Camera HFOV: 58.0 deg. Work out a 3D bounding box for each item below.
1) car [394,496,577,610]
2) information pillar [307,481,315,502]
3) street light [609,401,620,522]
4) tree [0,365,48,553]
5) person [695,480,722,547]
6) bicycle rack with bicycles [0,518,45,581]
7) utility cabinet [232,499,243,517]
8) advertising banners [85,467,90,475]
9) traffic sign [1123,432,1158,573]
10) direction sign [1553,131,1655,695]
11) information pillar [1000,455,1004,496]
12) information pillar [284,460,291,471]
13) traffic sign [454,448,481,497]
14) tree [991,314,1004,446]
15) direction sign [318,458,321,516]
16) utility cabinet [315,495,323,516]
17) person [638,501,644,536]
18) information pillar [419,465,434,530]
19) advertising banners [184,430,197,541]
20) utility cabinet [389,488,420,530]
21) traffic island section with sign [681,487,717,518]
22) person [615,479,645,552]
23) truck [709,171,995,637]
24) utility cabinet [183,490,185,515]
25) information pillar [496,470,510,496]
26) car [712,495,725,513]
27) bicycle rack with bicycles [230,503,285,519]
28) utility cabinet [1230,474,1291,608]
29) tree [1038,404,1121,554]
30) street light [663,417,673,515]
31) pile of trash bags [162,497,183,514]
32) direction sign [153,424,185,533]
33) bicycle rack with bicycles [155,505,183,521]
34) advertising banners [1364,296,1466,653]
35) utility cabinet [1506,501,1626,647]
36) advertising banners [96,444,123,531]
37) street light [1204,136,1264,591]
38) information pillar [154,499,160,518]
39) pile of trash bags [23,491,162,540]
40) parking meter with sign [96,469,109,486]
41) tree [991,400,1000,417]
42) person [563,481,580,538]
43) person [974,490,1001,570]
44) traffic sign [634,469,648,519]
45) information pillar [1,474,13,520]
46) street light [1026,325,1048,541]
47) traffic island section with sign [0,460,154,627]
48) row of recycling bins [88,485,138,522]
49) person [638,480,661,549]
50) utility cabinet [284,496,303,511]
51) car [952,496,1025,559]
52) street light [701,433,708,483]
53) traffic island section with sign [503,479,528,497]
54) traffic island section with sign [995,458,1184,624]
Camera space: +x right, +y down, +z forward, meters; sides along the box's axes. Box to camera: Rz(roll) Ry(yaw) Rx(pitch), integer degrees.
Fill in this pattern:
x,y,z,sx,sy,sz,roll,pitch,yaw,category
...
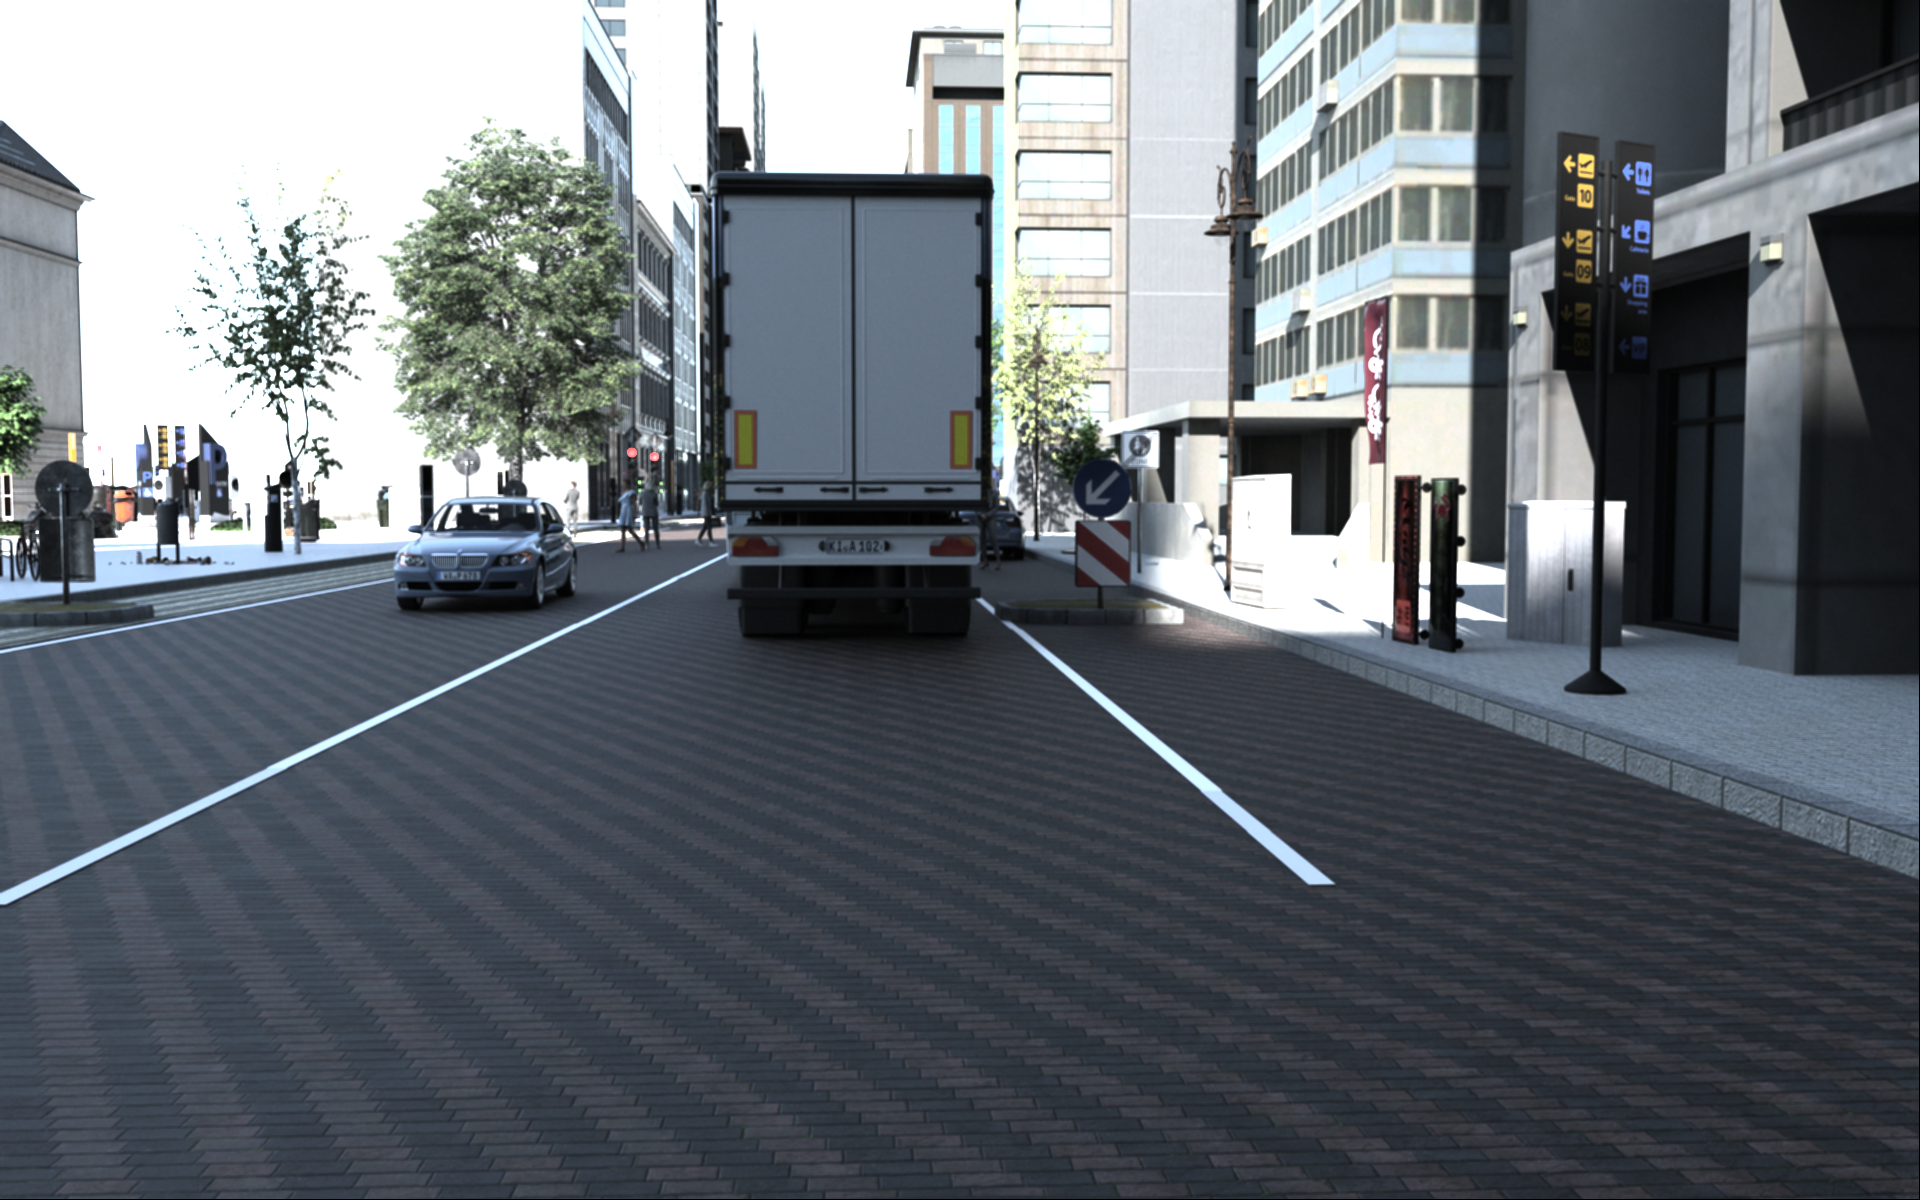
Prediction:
x,y,z,sx,sy,sz,roll,pitch,yaw,category
-6.207,-0.676,23.063,2.014,1.417,4.499,0,4,-4,car
-35.279,-5.484,94.154,0.304,2.012,0.304,1,4,19,information pillar
-15.927,-6.538,79.686,0.468,5.910,1.993,0,4,-3,street light
-21.588,-3.303,37.712,4.285,4.588,4.351,0,3,0,tree
-6.887,-2.365,47.350,0.728,1.800,0.709,1,4,14,person
-15.165,-0.769,25.949,2.852,0.926,2.925,-2,4,-32,bicycle rack with bicycles
-40.638,-5.279,97.467,1.020,1.237,0.306,-1,4,-13,utility cabinet
-55.594,-7.077,111.900,2.074,3.025,0.090,-1,4,-17,advertising banners
2.908,-1.585,28.046,0.606,2.300,0.079,0,4,-2,traffic sign
4.122,-1.171,11.137,0.876,3.537,0.379,-2,4,-30,direction sign
2.529,-6.825,102.938,0.183,3.616,0.504,2,4,26,information pillar
-44.435,-7.541,114.651,0.504,3.616,0.183,-3,4,-36,information pillar
-13.744,-2.949,48.319,0.768,2.556,0.104,0,4,3,traffic sign
-0.135,-10.182,92.236,9.928,11.665,9.643,0,3,0,tree
-30.958,-5.606,83.657,0.379,3.537,0.876,-1,4,-20,direction sign
-38.220,-5.624,103.106,1.020,1.237,0.306,-2,4,-24,utility cabinet
-10.849,-2.813,59.175,0.352,1.250,0.332,1,4,22,person
-13.360,-2.380,43.402,0.304,2.012,0.304,-2,4,-25,information pillar
-21.307,-3.163,47.904,0.090,3.025,2.074,-1,4,-18,advertising banners
-19.336,-3.177,60.621,1.173,1.500,0.318,-2,4,-35,utility cabinet
-15.353,-5.707,101.938,1.989,1.847,2.006,0,4,-3,traffic island section with sign
-8.198,-2.092,42.797,0.778,1.811,0.616,-3,4,-38,person
-1.251,-1.946,20.731,2.839,4.237,11.283,0,4,-3,truck
-46.983,-5.937,105.748,0.318,1.500,1.173,0,4,5,utility cabinet
-13.926,-2.954,52.783,0.304,2.012,0.304,1,4,16,information pillar
-15.951,-6.333,115.548,2.014,1.417,4.499,0,4,-5,car
-28.238,-3.428,69.425,2.925,0.926,2.852,0,4,8,bicycle rack with bicycles
3.412,-0.678,19.767,0.318,1.500,1.173,-1,4,-10,utility cabinet
2.766,-2.609,37.261,1.663,3.219,1.824,0,3,0,tree
-17.563,-8.039,104.223,0.468,5.910,1.993,0,4,-3,street light
-51.296,-6.192,110.996,3.447,1.369,1.912,1,4,12,pile of trash bags
-25.761,-3.955,56.658,0.876,3.537,0.379,-3,5,-39,direction sign
-39.181,-4.269,83.184,2.925,0.926,2.852,3,4,36,bicycle rack with bicycles
3.849,-1.141,14.842,0.090,3.025,2.074,-1,4,-8,advertising banners
5.205,-0.231,14.941,0.306,1.237,1.020,-2,4,-31,utility cabinet
-29.839,-3.948,60.736,2.074,3.025,0.090,3,5,44,advertising banners
3.586,-3.063,22.869,0.468,5.910,1.993,0,4,-3,street light
-41.821,-5.232,90.032,0.304,2.012,0.304,0,3,0,information pillar
-25.111,-2.453,49.851,1.912,1.369,3.447,1,4,17,pile of trash bags
-59.493,-7.597,120.469,0.543,3.016,1.738,-1,4,-12,parking meter with sign
-1.971,-12.241,117.148,9.611,12.733,9.660,0,3,0,tree
-12.630,-2.920,56.044,0.447,1.846,0.655,3,5,43,person
0.511,-1.479,32.963,0.520,1.790,0.573,0,4,-1,person
-16.163,-5.353,87.628,0.768,2.556,0.104,0,4,-2,traffic sign
-34.635,-3.576,62.954,0.304,2.012,0.304,-2,4,-35,information pillar
2.098,-4.565,47.420,0.468,5.910,1.993,0,4,-3,street light
-10.287,-0.663,19.472,1.989,1.847,2.006,0,4,-3,traffic island section with sign
-38.411,-4.393,78.933,1.069,1.692,3.534,1,4,11,row of recycling bins
-8.145,-2.246,45.408,0.537,1.800,0.526,0,4,7,person
-34.917,-4.870,90.784,1.020,1.237,0.306,1,4,21,utility cabinet
0.469,-1.673,39.349,2.014,1.417,4.499,0,4,-3,car
-18.988,-9.526,128.535,0.468,5.910,1.993,0,4,-3,street light
-11.943,-2.309,46.378,1.989,1.847,2.006,0,4,-3,traffic island section with sign
1.428,-0.697,20.020,1.989,1.847,2.006,0,4,-3,traffic island section with sign
